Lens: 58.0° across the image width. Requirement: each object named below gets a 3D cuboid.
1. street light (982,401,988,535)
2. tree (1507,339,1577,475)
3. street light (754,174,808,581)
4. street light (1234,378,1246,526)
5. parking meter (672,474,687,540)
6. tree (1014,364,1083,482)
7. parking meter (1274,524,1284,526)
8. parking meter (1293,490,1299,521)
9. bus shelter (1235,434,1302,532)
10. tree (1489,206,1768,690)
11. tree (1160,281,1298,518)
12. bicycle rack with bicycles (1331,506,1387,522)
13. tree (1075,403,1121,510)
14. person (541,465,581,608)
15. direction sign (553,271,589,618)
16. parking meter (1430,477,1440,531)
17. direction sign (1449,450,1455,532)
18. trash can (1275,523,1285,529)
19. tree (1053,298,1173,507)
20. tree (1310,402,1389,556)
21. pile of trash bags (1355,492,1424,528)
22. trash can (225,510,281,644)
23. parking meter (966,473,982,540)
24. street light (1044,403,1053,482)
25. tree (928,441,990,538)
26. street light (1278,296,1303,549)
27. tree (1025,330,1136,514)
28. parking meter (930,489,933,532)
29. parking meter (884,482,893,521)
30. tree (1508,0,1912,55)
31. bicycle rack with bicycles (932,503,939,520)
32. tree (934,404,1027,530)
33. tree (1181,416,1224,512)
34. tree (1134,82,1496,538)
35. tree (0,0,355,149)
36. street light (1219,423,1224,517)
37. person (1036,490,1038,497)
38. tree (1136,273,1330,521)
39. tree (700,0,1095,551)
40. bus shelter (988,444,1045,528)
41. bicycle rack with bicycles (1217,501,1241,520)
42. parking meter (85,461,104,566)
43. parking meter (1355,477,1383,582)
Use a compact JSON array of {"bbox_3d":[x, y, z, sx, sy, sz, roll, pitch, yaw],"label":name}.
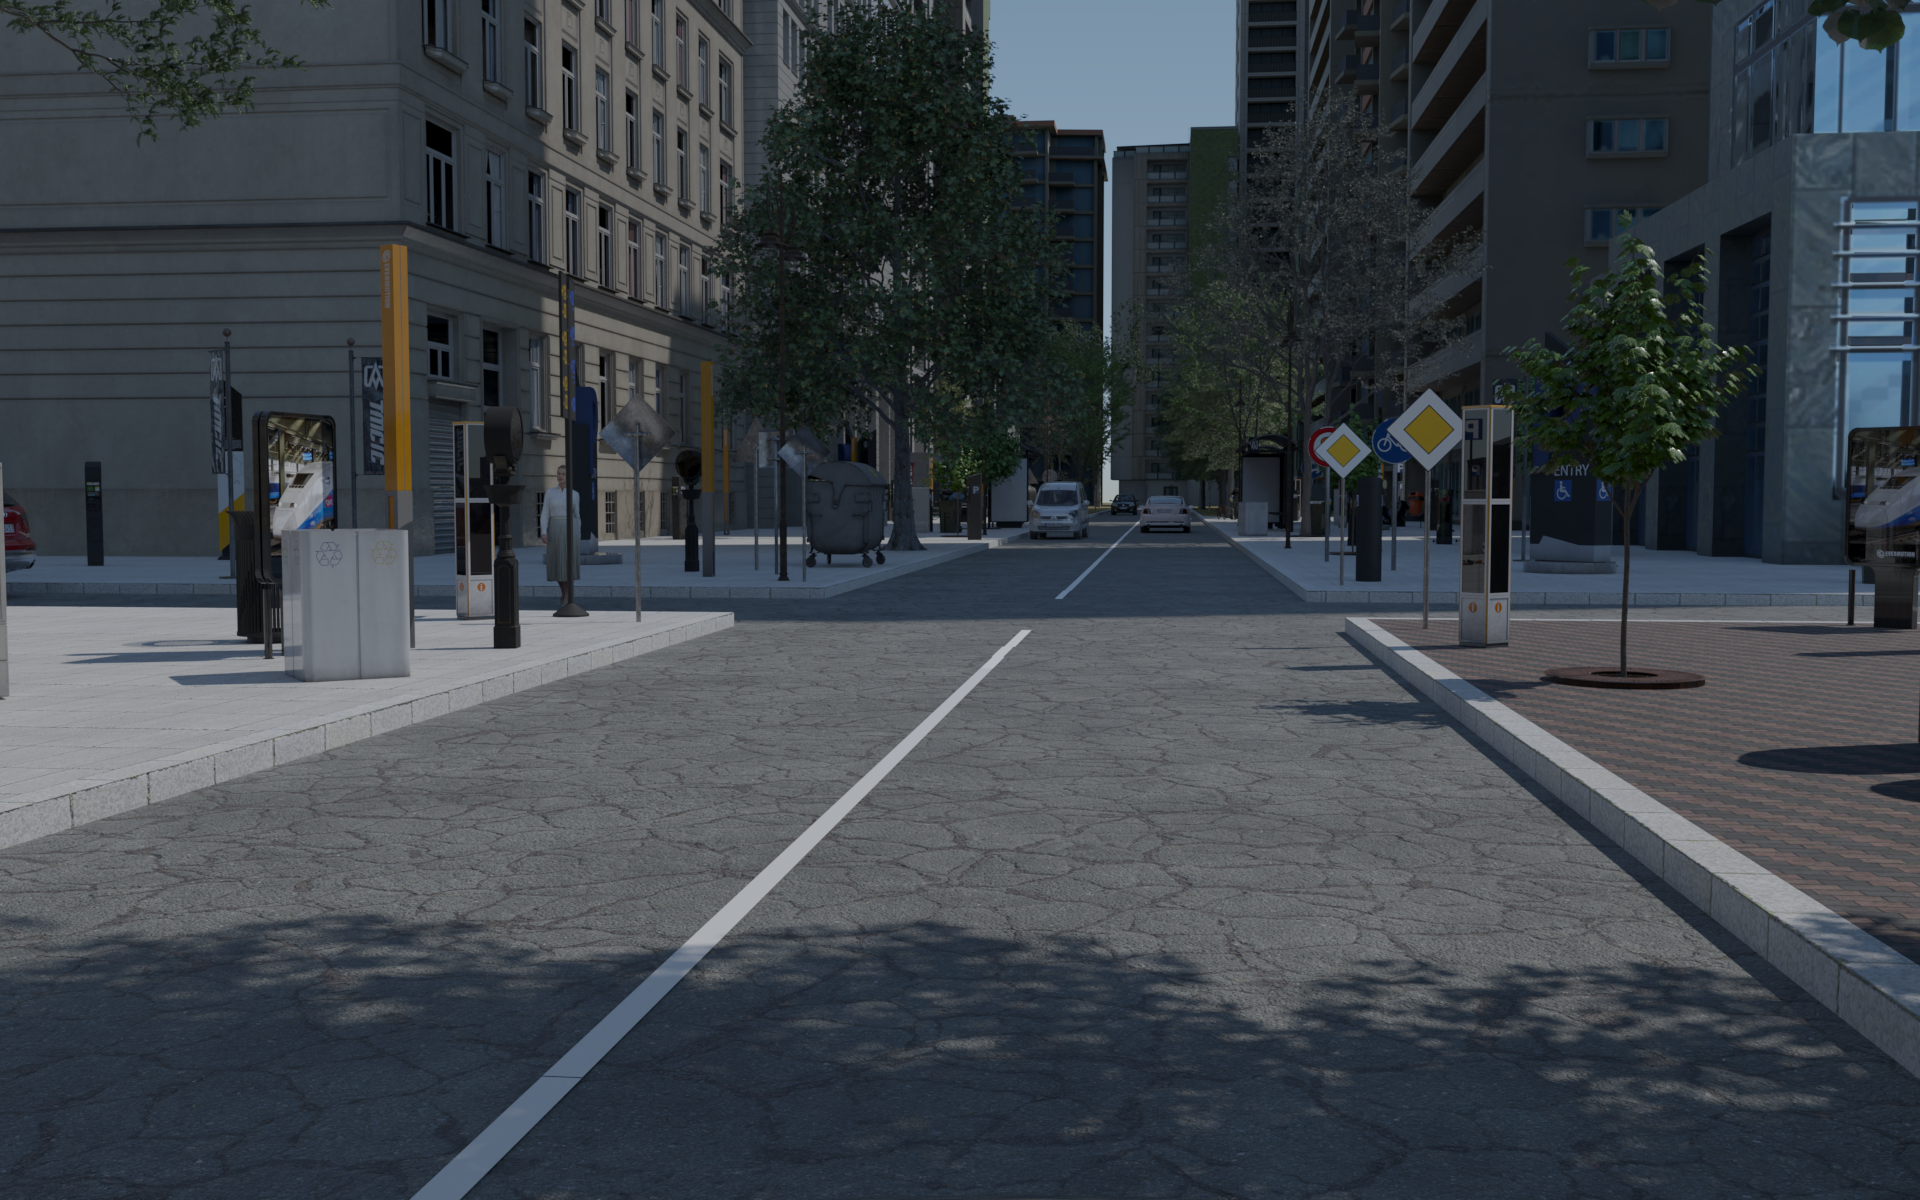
[{"bbox_3d":[0.776,-4.970,54.045,0.468,5.910,1.993,0,4,7],"label":"street light"},{"bbox_3d":[12.802,-3.234,36.582,4.285,4.588,4.351,0,3,0],"label":"tree"},{"bbox_3d":[-2.611,-3.221,25.453,0.468,5.910,1.993,0,4,7],"label":"street light"},{"bbox_3d":[11.158,-5.889,69.070,0.468,5.910,1.993,0,4,7],"label":"street light"},{"bbox_3d":[-7.878,-2.622,48.579,0.255,1.863,0.399,2,4,28],"label":"parking meter"},{"bbox_3d":[5.137,-8.909,96.026,4.360,8.622,3.978,0,3,0],"label":"tree"},{"bbox_3d":[12.530,-3.808,67.973,0.399,1.863,0.255,0,4,-1],"label":"parking meter"},{"bbox_3d":[15.861,-4.503,82.035,0.372,1.533,0.369,0,3,0],"label":"parking meter"},{"bbox_3d":[10.760,-4.090,60.788,2.014,3.302,5.546,0,4,7],"label":"bus shelter"},{"bbox_3d":[4.429,-1.054,11.838,1.663,3.219,1.824,0,3,0],"label":"tree"},{"bbox_3d":[14.404,-10.636,92.026,7.486,12.596,7.792,0,3,0],"label":"tree"},{"bbox_3d":[18.271,-3.977,78.411,2.925,0.926,2.852,1,4,18],"label":"bicycle rack with bicycles"},{"bbox_3d":[10.767,-11.459,137.717,4.737,8.622,4.395,0,3,0],"label":"tree"},{"bbox_3d":[-5.017,-0.804,21.876,0.478,1.798,0.641,0,4,-1],"label":"person"},{"bbox_3d":[-4.083,-1.595,18.071,0.379,3.537,0.876,0,4,-4],"label":"direction sign"},{"bbox_3d":[16.621,-3.367,60.756,0.255,1.863,0.399,-1,4,-17],"label":"parking meter"},{"bbox_3d":[16.708,-4.099,59.018,0.379,3.537,0.876,1,4,20],"label":"direction sign"},{"bbox_3d":[12.039,-3.229,64.442,0.748,1.137,0.748,0,3,0],"label":"trash can"},{"bbox_3d":[14.722,-18.952,165.751,12.611,20.169,13.585,0,3,0],"label":"tree"},{"bbox_3d":[8.186,-2.569,36.597,1.663,3.219,1.824,0,3,0],"label":"tree"},{"bbox_3d":[16.820,-3.539,67.610,1.912,1.369,3.447,-2,4,-29],"label":"pile of trash bags"},{"bbox_3d":[-5.964,-0.207,15.044,0.748,1.137,0.748,0,3,0],"label":"trash can"},{"bbox_3d":[0.390,-2.607,48.337,0.399,1.863,0.255,-1,4,-18],"label":"parking meter"},{"bbox_3d":[4.155,-6.690,82.176,0.468,5.910,1.993,0,4,7],"label":"street light"},{"bbox_3d":[-0.186,-3.478,51.462,1.663,3.219,1.824,0,3,0],"label":"tree"},{"bbox_3d":[7.734,-4.152,40.671,0.468,5.910,1.993,0,4,7],"label":"street light"},{"bbox_3d":[7.465,-11.319,110.826,9.928,11.665,9.643,0,3,0],"label":"tree"},{"bbox_3d":[-1.102,-3.074,58.670,0.372,1.533,0.369,0,3,0],"label":"parking meter"},{"bbox_3d":[-3.397,-4.685,82.308,0.399,1.863,0.255,3,4,37],"label":"parking meter"},{"bbox_3d":[3.825,-5.863,2.512,9.857,13.997,8.962,0,3,0],"label":"tree"},{"bbox_3d":[-1.839,-4.410,85.490,2.925,0.926,2.852,-1,4,-17],"label":"bicycle rack with bicycles"},{"bbox_3d":[0.765,-4.867,63.292,4.285,4.588,4.351,0,3,0],"label":"tree"},{"bbox_3d":[18.063,-10.740,125.962,4.360,8.622,3.978,0,3,0],"label":"tree"},{"bbox_3d":[10.453,-8.617,51.261,12.009,13.543,11.850,0,3,0],"label":"tree"},{"bbox_3d":[-6.047,-4.461,7.345,7.601,10.594,8.767,-1,4,-23],"label":"tree"},{"bbox_3d":[14.750,-7.647,97.813,0.468,5.910,1.993,0,4,7],"label":"street light"},{"bbox_3d":[8.163,-10.576,181.517,0.705,1.812,1.348,-1,4,-10],"label":"person"},{"bbox_3d":[13.686,-9.555,81.980,9.928,11.665,9.643,0,3,0],"label":"tree"},{"bbox_3d":[-1.407,-7.478,39.273,9.611,12.733,9.660,0,3,0],"label":"tree"},{"bbox_3d":[2.103,-4.520,67.833,2.014,3.302,5.546,0,4,7],"label":"bus shelter"},{"bbox_3d":[14.100,-4.438,85.936,2.852,0.926,2.925,0,4,-1],"label":"bicycle rack with bicycles"},{"bbox_3d":[-15.454,-1.542,30.919,0.255,1.863,0.399,-2,4,-24],"label":"parking meter"},{"bbox_3d":[6.006,-1.040,25.423,0.372,1.533,0.369,0,3,0],"label":"parking meter"}]
